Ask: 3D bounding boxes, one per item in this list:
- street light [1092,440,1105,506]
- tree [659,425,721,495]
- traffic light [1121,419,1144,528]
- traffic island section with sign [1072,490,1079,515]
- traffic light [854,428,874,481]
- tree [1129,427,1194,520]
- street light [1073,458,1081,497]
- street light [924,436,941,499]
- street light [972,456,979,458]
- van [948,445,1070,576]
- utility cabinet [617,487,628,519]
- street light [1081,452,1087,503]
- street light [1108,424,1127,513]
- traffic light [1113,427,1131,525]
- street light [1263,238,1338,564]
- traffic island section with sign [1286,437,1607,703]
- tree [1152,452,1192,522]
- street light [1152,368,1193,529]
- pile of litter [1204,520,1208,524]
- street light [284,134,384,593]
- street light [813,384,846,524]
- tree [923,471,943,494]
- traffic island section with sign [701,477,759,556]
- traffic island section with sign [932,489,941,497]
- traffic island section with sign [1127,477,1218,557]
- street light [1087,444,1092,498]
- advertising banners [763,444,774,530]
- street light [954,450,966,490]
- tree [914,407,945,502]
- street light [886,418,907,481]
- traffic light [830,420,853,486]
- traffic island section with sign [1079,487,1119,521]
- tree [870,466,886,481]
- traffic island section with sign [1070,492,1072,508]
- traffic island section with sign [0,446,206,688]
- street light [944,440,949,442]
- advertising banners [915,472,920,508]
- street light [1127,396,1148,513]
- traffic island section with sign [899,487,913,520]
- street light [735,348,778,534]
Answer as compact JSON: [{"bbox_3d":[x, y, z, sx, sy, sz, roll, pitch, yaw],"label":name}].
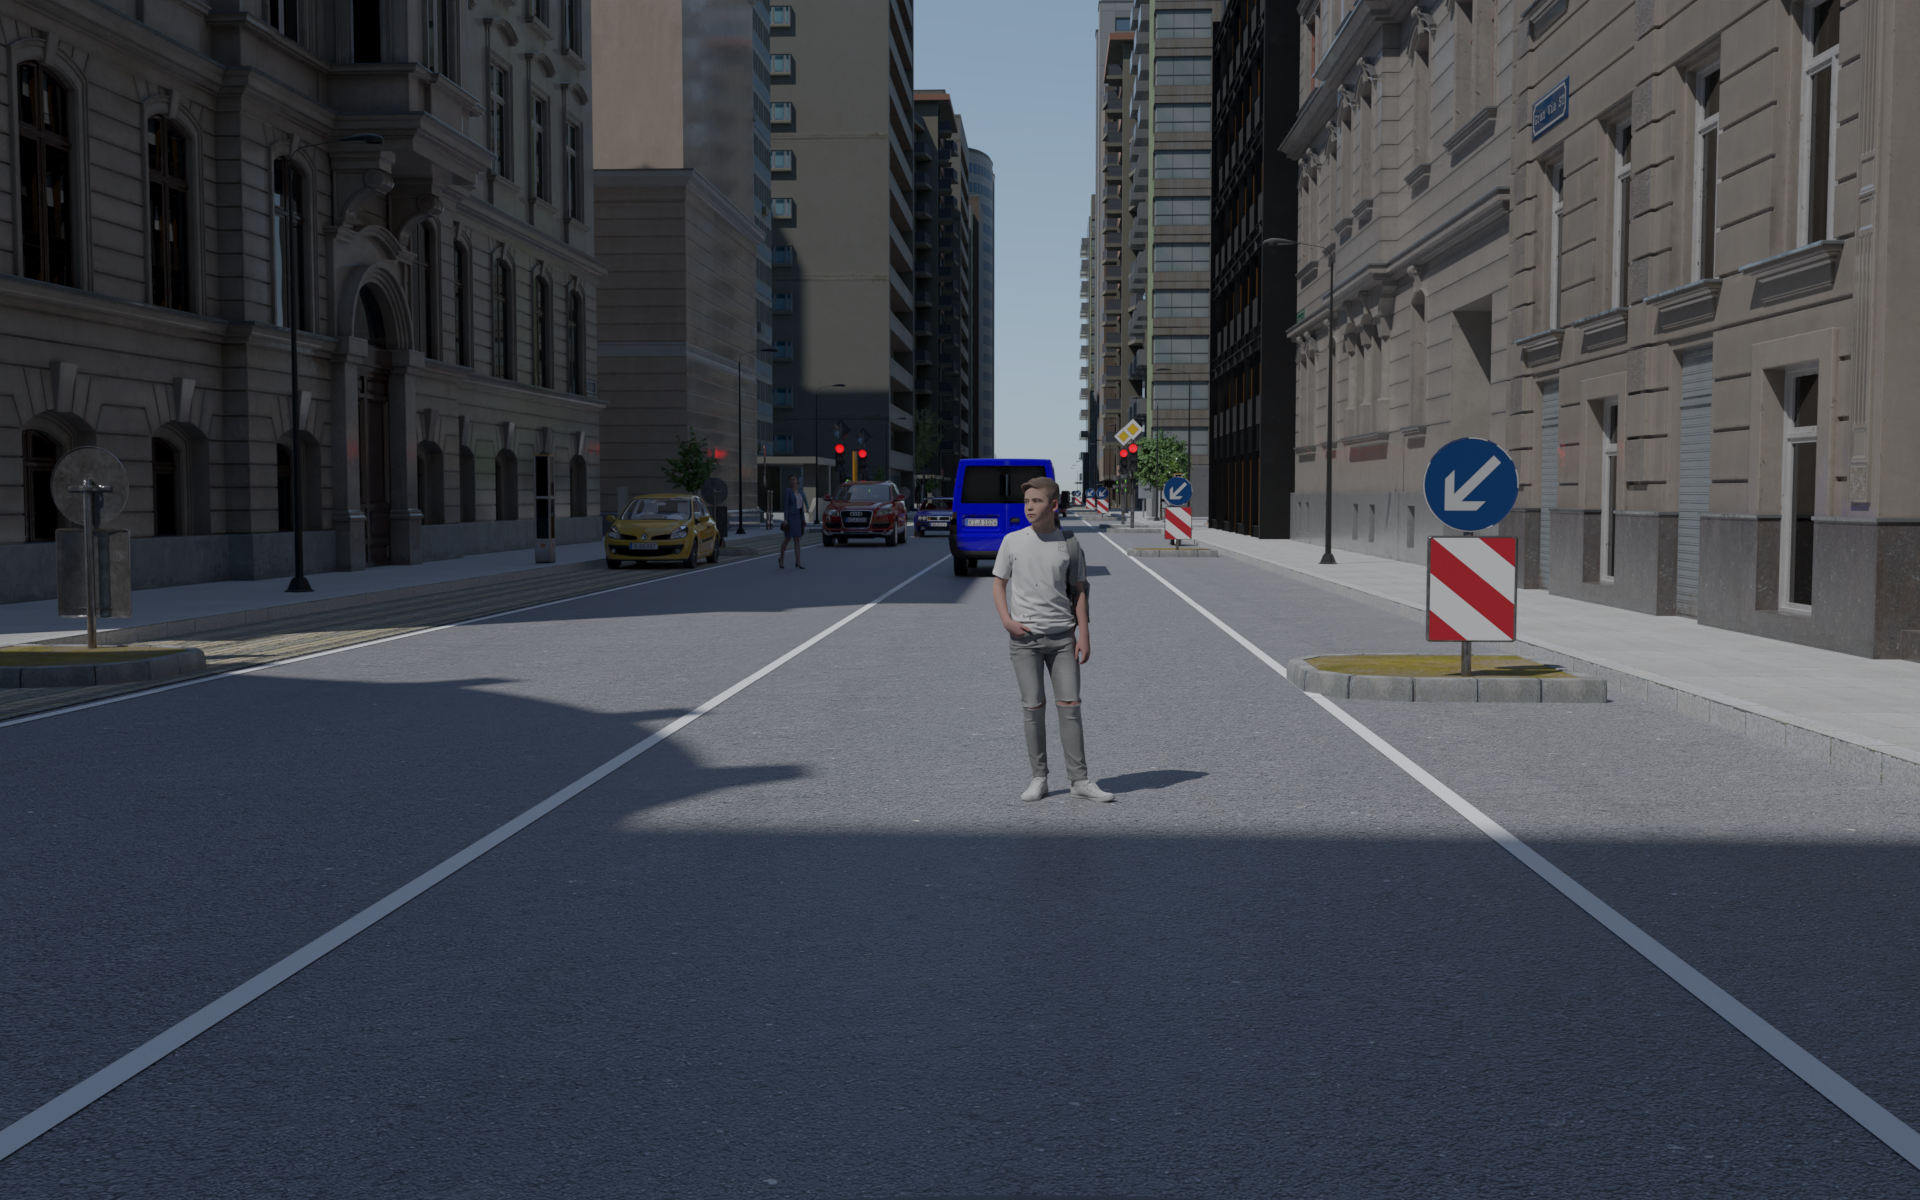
[{"bbox_3d":[12.225,-10.708,147.619,1.470,5.913,1.316,0,4,3],"label":"street light"},{"bbox_3d":[-7.608,-3.300,48.550,1.663,3.219,1.824,0,3,0],"label":"tree"},{"bbox_3d":[6.424,-4.633,64.675,0.839,4.253,0.868,0,4,3],"label":"traffic light"},{"bbox_3d":[9.017,-6.899,121.429,1.989,1.847,2.006,0,4,3],"label":"traffic island section with sign"},{"bbox_3d":[-4.067,-5.154,73.187,0.839,4.253,0.868,0,4,3],"label":"traffic light"},{"bbox_3d":[10.562,-6.531,90.489,4.285,4.588,4.351,0,3,0],"label":"tree"},{"bbox_3d":[16.909,-16.508,242.450,1.470,5.913,1.316,0,4,3],"label":"street light"},{"bbox_3d":[-2.266,-10.111,137.857,1.470,5.913,1.316,0,4,3],"label":"street light"},{"bbox_3d":[1.719,-14.760,213.866,1.470,5.913,1.316,0,4,3],"label":"street light"},{"bbox_3d":[0.917,-1.693,32.070,2.240,2.365,5.245,0,4,3],"label":"van"},{"bbox_3d":[-9.916,-2.579,50.842,0.318,1.500,1.173,-1,4,-10],"label":"utility cabinet"},{"bbox_3d":[14.442,-13.423,192.014,1.470,5.913,1.316,0,4,3],"label":"street light"},{"bbox_3d":[10.518,-8.699,114.776,1.470,5.913,1.316,0,4,3],"label":"street light"},{"bbox_3d":[6.831,-5.121,72.650,0.839,4.253,0.868,0,4,3],"label":"traffic light"},{"bbox_3d":[6.209,-3.613,31.610,1.470,5.913,1.316,0,4,3],"label":"street light"},{"bbox_3d":[3.493,-0.259,12.856,1.989,1.847,2.006,0,4,3],"label":"traffic island section with sign"},{"bbox_3d":[9.793,-5.144,78.699,1.663,3.219,1.824,0,3,0],"label":"tree"},{"bbox_3d":[7.877,-5.574,63.674,1.470,5.913,1.316,0,4,3],"label":"street light"},{"bbox_3d":[11.157,-3.609,72.970,1.719,0.858,1.176,2,4,25],"label":"pile of litter"},{"bbox_3d":[-8.125,-3.056,22.509,1.470,5.913,1.316,0,4,3],"label":"street light"},{"bbox_3d":[-5.517,-6.154,73.152,1.470,5.913,1.316,0,4,3],"label":"street light"},{"bbox_3d":[-2.363,-9.317,146.932,1.663,3.219,1.824,0,3,0],"label":"tree"},{"bbox_3d":[-5.784,-1.953,40.560,1.989,1.847,2.006,0,4,3],"label":"traffic island section with sign"},{"bbox_3d":[-1.625,-6.937,122.049,1.989,1.847,2.006,0,4,3],"label":"traffic island section with sign"},{"bbox_3d":[4.884,-1.927,40.130,1.989,1.847,2.006,0,4,3],"label":"traffic island section with sign"},{"bbox_3d":[12.700,-11.412,159.123,1.470,5.913,1.316,0,4,3],"label":"street light"},{"bbox_3d":[-6.861,-4.018,61.880,0.090,3.025,2.074,0,4,3],"label":"advertising banners"},{"bbox_3d":[-0.077,-12.796,181.754,1.470,5.913,1.316,0,4,3],"label":"street light"},{"bbox_3d":[-3.320,-11.783,143.011,4.737,8.622,4.395,0,3,0],"label":"tree"},{"bbox_3d":[-3.927,-8.115,105.220,1.470,5.913,1.316,0,4,3],"label":"street light"},{"bbox_3d":[-4.474,-4.666,65.212,0.839,4.253,0.868,0,4,3],"label":"traffic light"},{"bbox_3d":[7.655,-5.253,94.508,1.989,1.847,2.006,0,4,3],"label":"traffic island section with sign"},{"bbox_3d":[-5.040,-7.020,109.377,1.663,3.219,1.824,0,3,0],"label":"tree"},{"bbox_3d":[11.607,-10.000,172.127,1.989,1.847,2.006,0,4,3],"label":"traffic island section with sign"},{"bbox_3d":[-7.149,-0.306,13.639,1.989,1.847,2.006,0,4,3],"label":"traffic island section with sign"},{"bbox_3d":[-1.647,-10.830,149.611,1.470,5.913,1.316,0,4,3],"label":"street light"},{"bbox_3d":[-3.338,-8.532,135.679,0.090,3.025,2.074,-1,4,-12],"label":"advertising banners"},{"bbox_3d":[8.829,-6.713,82.305,1.470,5.913,1.316,0,4,3],"label":"street light"},{"bbox_3d":[-3.009,-5.267,94.747,1.989,1.847,2.006,0,4,3],"label":"traffic island section with sign"},{"bbox_3d":[-6.481,-5.059,55.250,1.470,5.913,1.316,0,4,3],"label":"street light"}]
